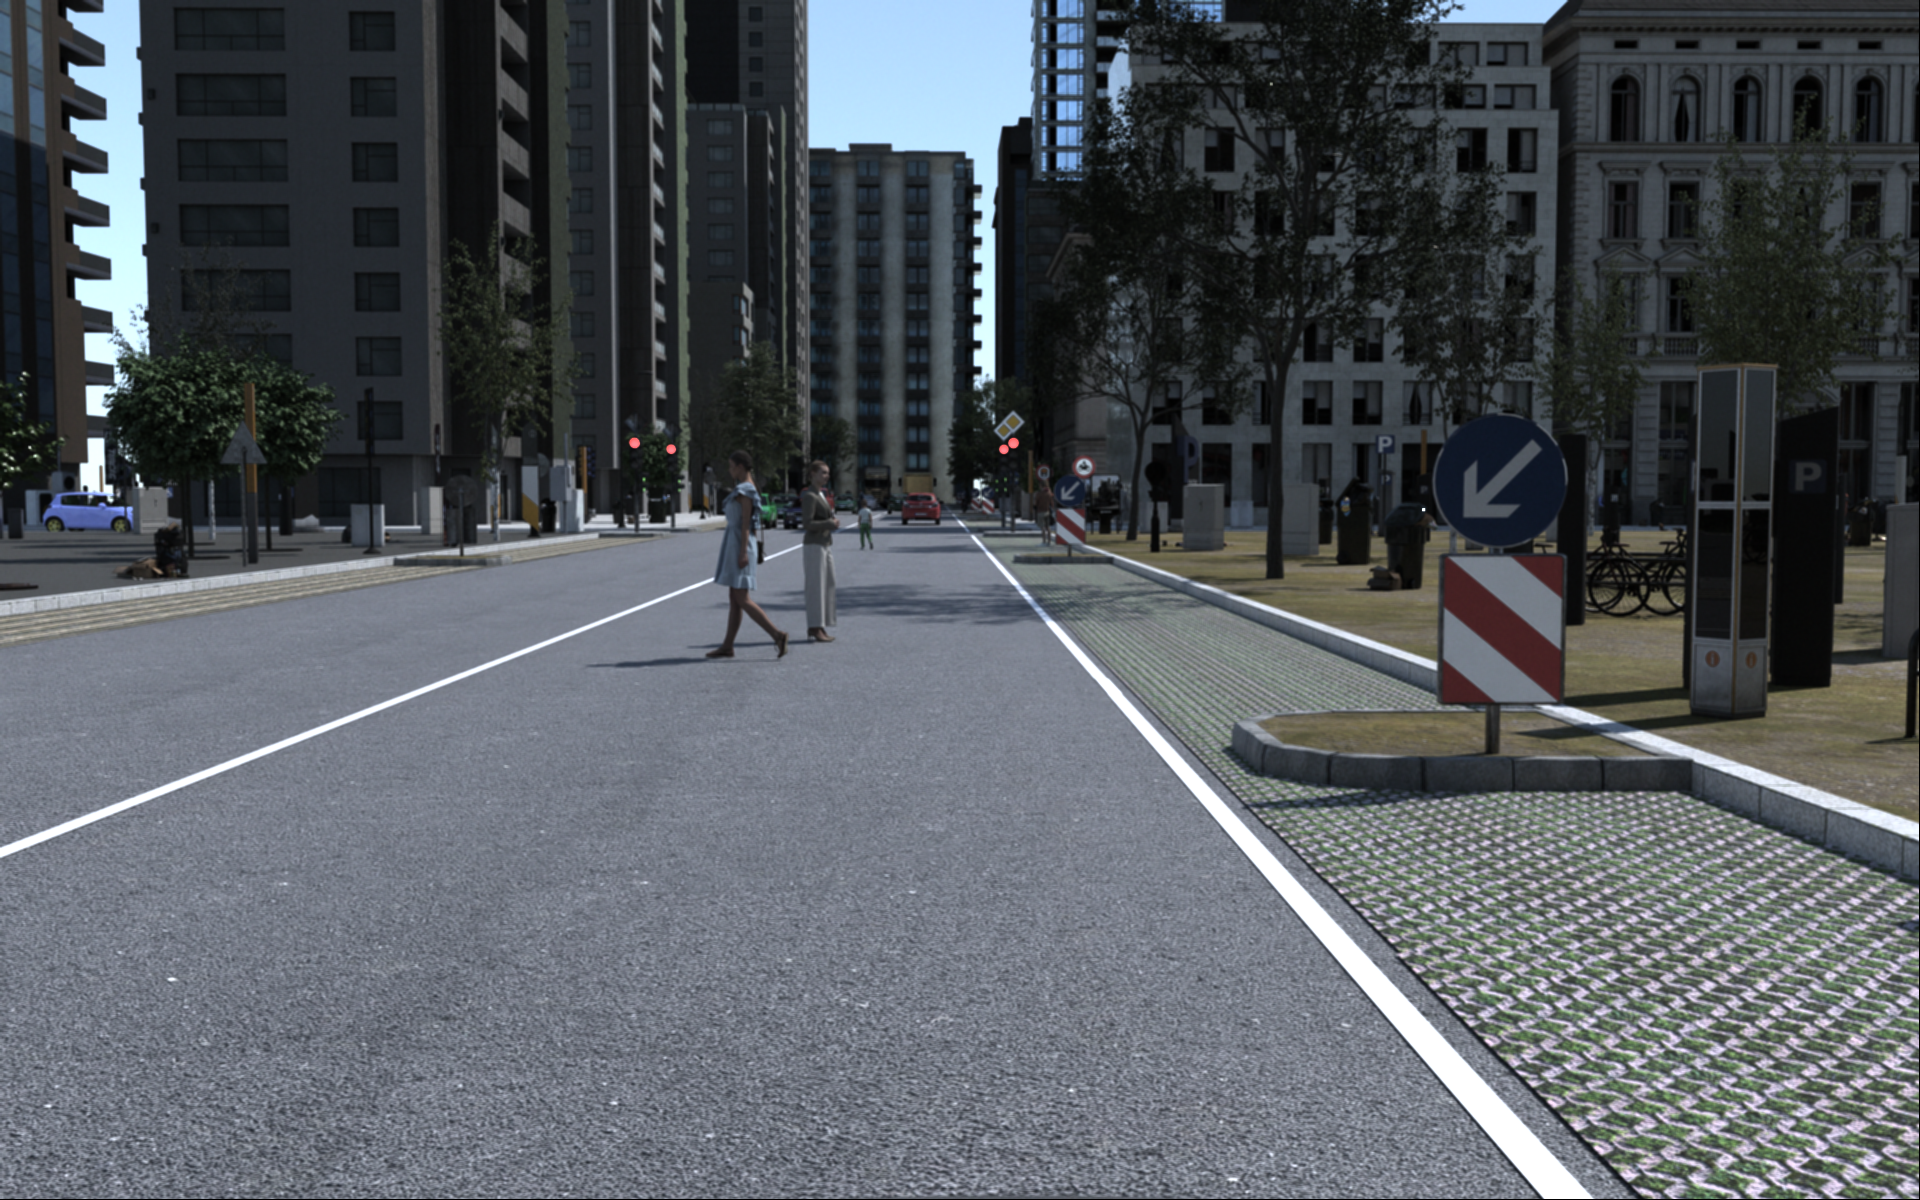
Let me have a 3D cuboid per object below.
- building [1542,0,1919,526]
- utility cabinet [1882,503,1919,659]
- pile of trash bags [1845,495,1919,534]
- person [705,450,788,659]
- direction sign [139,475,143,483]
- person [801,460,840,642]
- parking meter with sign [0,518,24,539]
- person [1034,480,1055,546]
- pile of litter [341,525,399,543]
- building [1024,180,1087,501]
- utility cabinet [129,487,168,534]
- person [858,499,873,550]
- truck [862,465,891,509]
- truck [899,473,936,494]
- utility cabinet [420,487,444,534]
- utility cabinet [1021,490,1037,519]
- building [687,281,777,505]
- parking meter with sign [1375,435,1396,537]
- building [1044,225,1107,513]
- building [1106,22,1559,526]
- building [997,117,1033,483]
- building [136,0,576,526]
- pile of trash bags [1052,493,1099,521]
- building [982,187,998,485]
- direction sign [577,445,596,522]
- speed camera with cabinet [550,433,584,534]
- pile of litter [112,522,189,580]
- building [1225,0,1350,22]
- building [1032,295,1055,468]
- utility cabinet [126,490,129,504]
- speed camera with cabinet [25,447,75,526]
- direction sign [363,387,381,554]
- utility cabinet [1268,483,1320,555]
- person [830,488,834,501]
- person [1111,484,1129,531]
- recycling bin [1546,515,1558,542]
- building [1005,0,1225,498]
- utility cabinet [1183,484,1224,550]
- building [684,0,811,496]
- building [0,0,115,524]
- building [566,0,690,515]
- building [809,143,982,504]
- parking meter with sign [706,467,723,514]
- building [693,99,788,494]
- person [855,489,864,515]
[{"bbox_3d":[33.840,-15.014,74.357,19.941,23.489,11.050,0,4,-1],"label":"building"},{"bbox_3d":[7.607,-0.169,13.933,0.306,1.237,1.020,2,4,30],"label":"utility cabinet"},{"bbox_3d":[29.337,-2.804,55.598,3.447,1.369,1.912,-1,4,-18],"label":"pile of trash bags"},{"bbox_3d":[-1.845,-0.397,15.084,0.778,1.811,0.616,1,4,15],"label":"person"},{"bbox_3d":[-55.989,-7.769,119.018,0.876,3.537,0.379,1,4,15],"label":"direction sign"},{"bbox_3d":[-1.341,-0.474,16.794,0.362,1.759,0.519,1,4,9],"label":"person"},{"bbox_3d":[-27.751,-3.252,49.435,1.738,3.016,0.543,-1,4,-18],"label":"parking meter with sign"},{"bbox_3d":[2.304,-2.369,47.213,0.573,1.828,0.580,0,4,1],"label":"person"},{"bbox_3d":[-15.712,-1.965,46.100,1.719,0.858,1.176,-3,5,-43],"label":"pile of litter"},{"bbox_3d":[12.920,-23.867,161.924,14.160,30.474,14.107,0,4,-1],"label":"building"},{"bbox_3d":[-25.762,-2.841,55.121,0.318,1.500,1.173,1,4,19],"label":"utility cabinet"},{"bbox_3d":[-2.422,-1.941,44.484,0.306,1.304,0.590,-2,4,-29],"label":"person"},{"bbox_3d":[-8.177,-11.160,171.384,2.839,4.237,11.283,0,4,-2],"label":"truck"},{"bbox_3d":[-3.790,-9.746,155.263,3.469,3.379,9.791,0,4,-2],"label":"truck"},{"bbox_3d":[-16.731,-2.830,54.950,0.318,1.500,1.173,0,4,6],"label":"utility cabinet"},{"bbox_3d":[3.619,-4.736,86.117,1.173,1.500,0.318,2,4,33],"label":"utility cabinet"},{"bbox_3d":[-31.650,-18.988,155.498,27.650,21.520,28.899,0,4,-1],"label":"building"},{"bbox_3d":[12.851,-3.409,52.002,0.543,3.016,1.738,1,4,21],"label":"parking meter with sign"},{"bbox_3d":[11.168,-14.960,109.231,10.561,19.102,19.286,0,4,-1],"label":"building"},{"bbox_3d":[15.175,-13.399,73.824,16.860,20.320,10.420,0,4,-1],"label":"building"},{"bbox_3d":[11.631,-34.032,206.533,14.600,45.320,14.200,0,4,-1],"label":"building"},{"bbox_3d":[-25.203,-18.526,74.598,14.160,30.474,14.107,0,4,-1],"label":"building"},{"bbox_3d":[5.540,-4.388,81.494,3.447,1.369,1.912,0,4,2],"label":"pile of trash bags"},{"bbox_3d":[17.381,-35.703,238.366,28.867,44.769,22.147,0,4,-1],"label":"building"},{"bbox_3d":[-17.241,-5.355,79.547,0.379,3.537,0.876,2,4,32],"label":"direction sign"},{"bbox_3d":[-12.921,-3.826,56.892,0.660,3.252,2.038,0,4,3],"label":"speed camera with cabinet"},{"bbox_3d":[-12.424,-0.775,26.629,1.176,0.858,1.719,-1,4,-9],"label":"pile of litter"},{"bbox_3d":[33.111,-46.793,203.323,20.611,71.187,20.563,0,4,-1],"label":"building"},{"bbox_3d":[13.870,-16.234,132.882,16.820,18.784,16.811,0,4,-1],"label":"building"},{"bbox_3d":[-39.541,-4.511,82.433,0.318,1.500,1.173,-2,4,-25],"label":"utility cabinet"},{"bbox_3d":[-36.649,-4.615,69.794,0.660,3.252,2.038,1,4,16],"label":"speed camera with cabinet"},{"bbox_3d":[-12.646,-2.761,37.146,0.379,3.537,0.876,-2,4,-28],"label":"direction sign"},{"bbox_3d":[6.966,-1.679,36.135,0.318,1.500,1.173,-2,4,-35],"label":"utility cabinet"},{"bbox_3d":[-8.791,-6.667,117.633,0.709,1.813,0.853,2,4,26],"label":"person"},{"bbox_3d":[5.887,-3.386,63.983,0.709,1.813,0.853,0,4,-7],"label":"person"},{"bbox_3d":[16.172,-2.066,46.336,0.722,1.027,0.722,0,4,-8],"label":"recycling bin"},{"bbox_3d":[16.371,-53.218,182.784,22.319,86.520,31.000,0,4,-1],"label":"building"},{"bbox_3d":[5.517,-1.874,39.326,0.318,1.500,1.173,-2,4,-28],"label":"utility cabinet"},{"bbox_3d":[-28.459,-46.685,201.550,20.611,71.187,20.563,0,4,-1],"label":"building"},{"bbox_3d":[-47.291,-25.961,74.568,14.200,45.320,14.600,0,4,-1],"label":"building"},{"bbox_3d":[-25.765,-26.279,113.253,14.154,41.232,14.086,0,4,-1],"label":"building"},{"bbox_3d":[-12.297,-37.896,239.200,30.456,49.044,23.786,0,4,-1],"label":"building"},{"bbox_3d":[-15.613,-7.054,111.590,0.543,3.016,1.738,2,4,26],"label":"parking meter with sign"},{"bbox_3d":[-25.251,-30.144,176.444,14.154,41.232,14.086,0,4,-1],"label":"building"},{"bbox_3d":[-6.814,-6.709,118.376,0.419,1.800,0.721,-3,5,-40],"label":"person"}]
